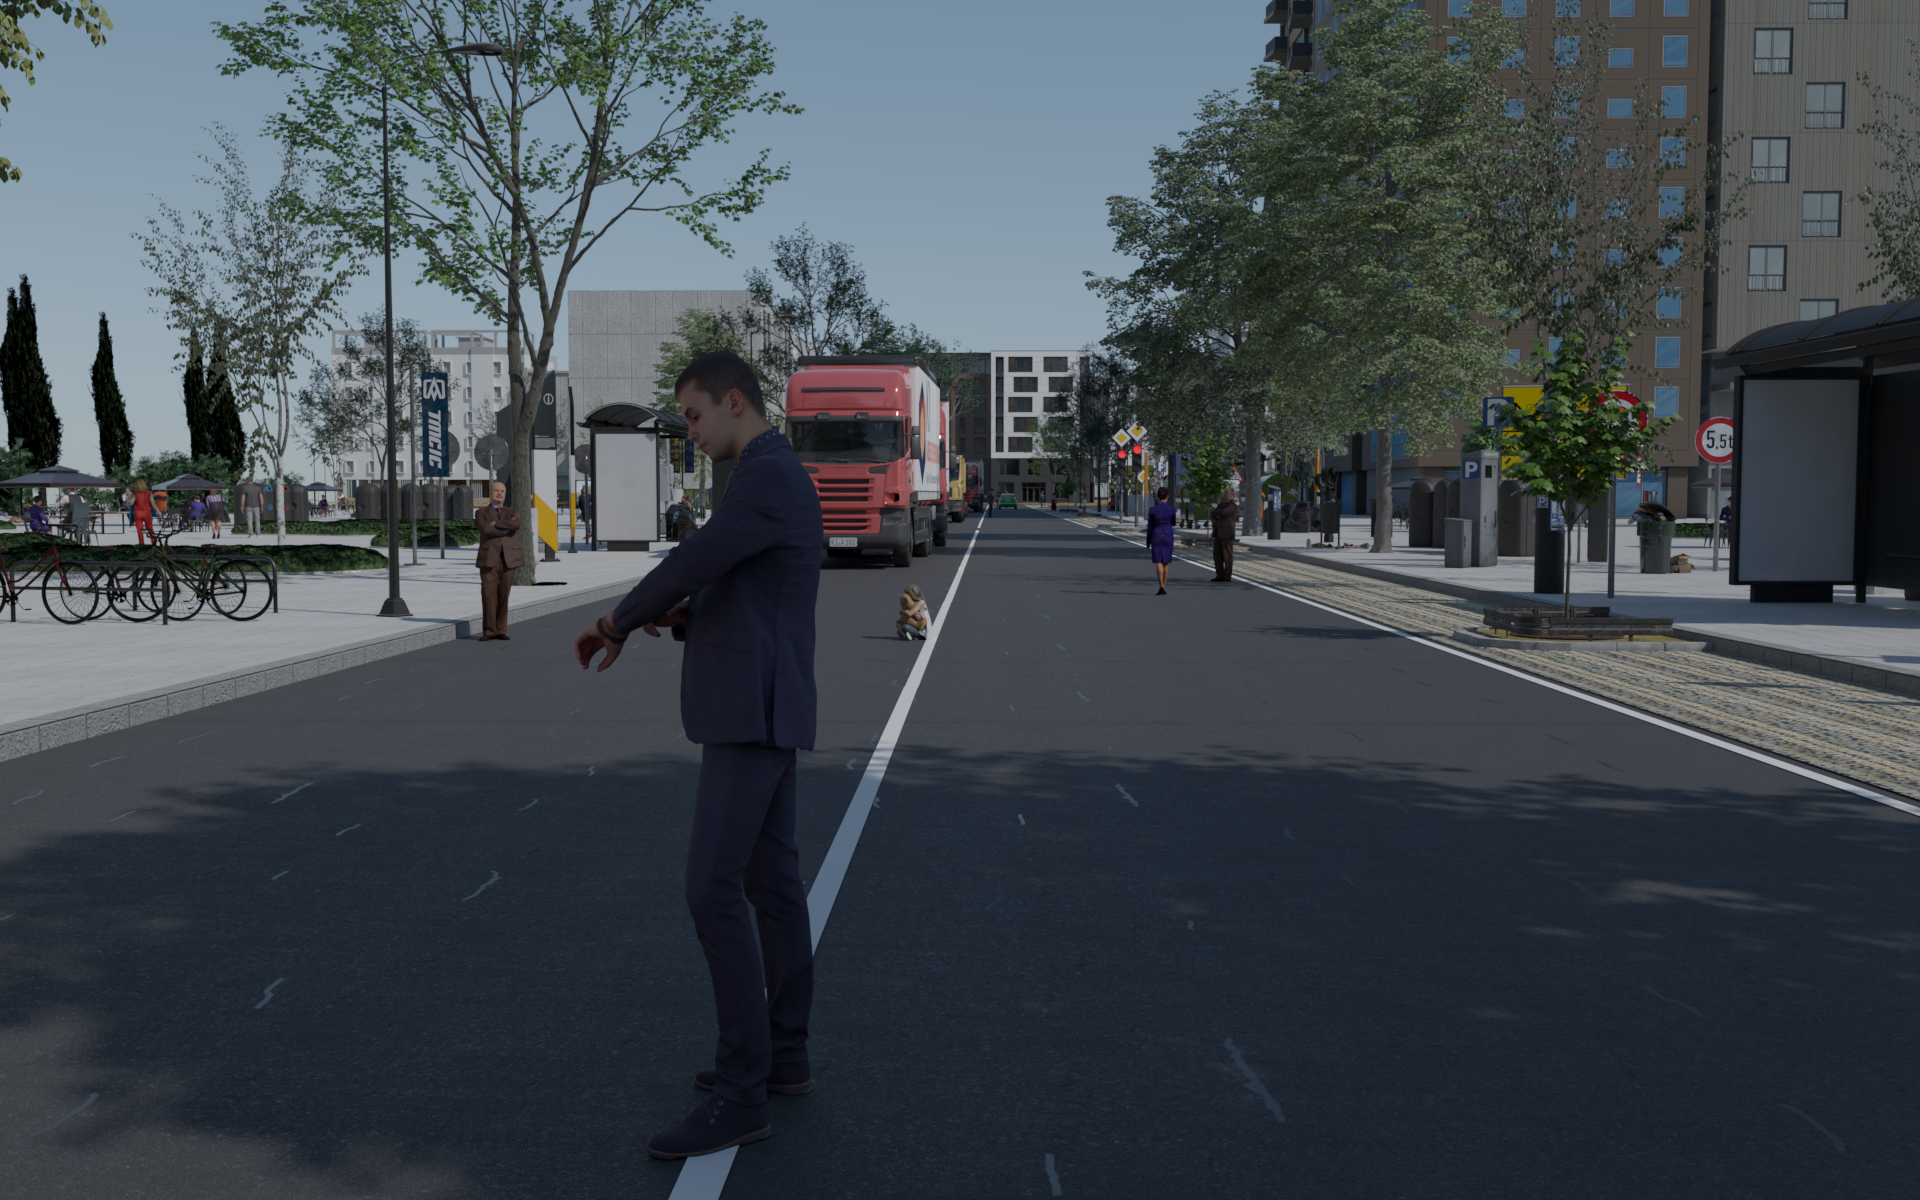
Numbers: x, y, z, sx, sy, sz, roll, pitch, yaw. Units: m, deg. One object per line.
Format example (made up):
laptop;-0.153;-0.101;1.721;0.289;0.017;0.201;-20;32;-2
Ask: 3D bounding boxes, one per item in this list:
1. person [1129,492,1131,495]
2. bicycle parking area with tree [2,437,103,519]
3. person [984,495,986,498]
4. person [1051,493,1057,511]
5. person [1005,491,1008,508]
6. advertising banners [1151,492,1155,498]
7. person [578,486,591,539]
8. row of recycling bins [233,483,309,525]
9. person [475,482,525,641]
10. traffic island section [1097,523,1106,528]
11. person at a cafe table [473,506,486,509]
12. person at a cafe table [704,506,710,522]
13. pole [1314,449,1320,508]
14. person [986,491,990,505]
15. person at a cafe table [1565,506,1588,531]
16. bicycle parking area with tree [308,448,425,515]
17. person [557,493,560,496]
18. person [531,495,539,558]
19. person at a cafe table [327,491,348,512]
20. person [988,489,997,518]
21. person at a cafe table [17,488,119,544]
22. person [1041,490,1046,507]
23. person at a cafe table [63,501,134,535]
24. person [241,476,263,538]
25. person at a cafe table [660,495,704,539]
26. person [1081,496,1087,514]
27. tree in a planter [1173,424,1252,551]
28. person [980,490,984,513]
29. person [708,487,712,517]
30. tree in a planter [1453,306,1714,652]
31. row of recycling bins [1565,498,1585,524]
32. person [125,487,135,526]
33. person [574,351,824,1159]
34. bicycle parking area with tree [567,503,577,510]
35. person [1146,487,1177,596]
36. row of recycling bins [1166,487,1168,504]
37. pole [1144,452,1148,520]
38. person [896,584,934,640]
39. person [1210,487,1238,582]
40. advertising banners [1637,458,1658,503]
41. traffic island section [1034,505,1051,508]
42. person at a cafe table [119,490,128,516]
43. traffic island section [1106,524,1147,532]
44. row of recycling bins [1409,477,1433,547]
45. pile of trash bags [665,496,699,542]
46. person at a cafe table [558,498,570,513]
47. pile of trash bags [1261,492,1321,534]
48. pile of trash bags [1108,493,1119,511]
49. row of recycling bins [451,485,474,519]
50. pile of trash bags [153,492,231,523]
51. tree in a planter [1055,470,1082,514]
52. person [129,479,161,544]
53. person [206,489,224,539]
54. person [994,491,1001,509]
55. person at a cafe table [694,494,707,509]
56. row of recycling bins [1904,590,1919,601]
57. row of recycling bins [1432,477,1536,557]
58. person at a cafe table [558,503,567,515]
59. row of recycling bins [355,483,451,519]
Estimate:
person;14.062;-8.139;141.479;0.546;1.535;0.453;-1;4;-21
bicycle parking area with tree;-49.419;-6.263;89.399;9.016;4.147;8.231;-2;4;-30
person;2.343;-11.359;194.234;1.348;1.823;0.705;-1;4;-18
person;7.969;-8.315;146.921;0.523;1.526;0.387;1;4;13
person;4.843;-10.454;180.137;1.217;1.743;0.721;-3;4;-36
advertising banners;14.002;-7.435;117.752;2.074;3.025;0.090;2;4;23
person;-10.629;-2.490;49.296;0.480;1.512;0.613;-1;4;-11
row of recycling bins;-25.873;-3.540;64.992;1.069;1.692;3.534;1;4;19
person;-4.506;-0.380;16.982;0.482;1.546;0.388;-1;4;-22
traffic island section;6.950;-3.195;74.518;2.009;0.180;2.903;0;4;1
person at a cafe table;-22.916;-4.346;79.580;1.698;1.524;1.622;2;4;24
person at a cafe table;-12.414;-4.208;79.669;1.698;1.238;1.726;0;4;0
pole;16.098;-5.155;78.132;0.158;3.312;0.155;0;3;0
person;3.835;-13.269;225.535;1.350;1.814;0.705;-2;4;-33
person at a cafe table;21.687;-3.002;59.937;1.698;1.238;1.726;2;4;23
bicycle parking area with tree;-38.422;-7.521;109.962;8.231;4.147;9.016;-2;4;-28
person;-20.537;-4.950;87.660;0.600;1.739;0.565;-1;4;-18
person;-8.692;-1.511;34.656;0.340;1.345;0.435;1;4;23
person at a cafe table;-45.579;-7.226;126.667;1.622;1.524;1.698;-1;4;-19
person;1.983;-5.892;105.288;0.568;1.767;0.683;0;4;-7
person at a cafe table;-22.852;-2.188;44.283;1.622;1.524;1.698;3;4;36
person;8.986;-10.912;186.776;0.599;1.838;0.709;0;4;2
person at a cafe table;-27.767;-2.725;55.414;1.698;1.238;1.726;2;4;27
person;-20.593;-2.705;50.392;0.598;1.807;0.434;-2;4;-25
person at a cafe table;-8.491;-2.423;50.471;1.726;1.238;1.698;0;4;-3
person;7.277;-5.446;101.446;0.435;1.345;0.340;3;5;40
tree in a planter;6.381;-2.887;44.431;1.991;3.239;1.994;0;4;1
person;1.650;-7.443;131.115;0.530;1.710;0.541;2;4;35
person;-9.291;-3.649;65.825;0.434;1.807;0.598;-3;5;-44
tree in a planter;5.837;-1.182;16.552;1.991;3.239;1.994;0;4;1
row of recycling bins;26.062;-4.174;75.353;1.069;1.692;3.534;-1;4;-12
person;-34.002;-3.780;71.024;0.376;1.734;0.841;-3;4;-38
person;-0.598;0.302;4.005;0.568;1.767;0.683;0;4;-5
bicycle parking area with tree;-27.352;-9.464;141.739;8.231;4.147;9.016;1;4;22
person;2.855;-0.843;24.657;0.453;1.535;0.546;-1;4;-15
row of recycling bins;10.995;-4.696;83.897;1.069;1.692;3.534;3;5;40
pole;9.059;-5.534;84.322;0.158;3.312;0.155;0;3;0
person;-0.453;0.117;17.066;0.357;0.543;0.381;-1;4;-17
person;4.310;-1.068;28.236;0.388;1.546;0.482;-2;4;-24
advertising banners;29.269;-4.751;73.859;2.074;3.025;0.090;-3;5;-44
traffic island section;9.400;-11.033;203.259;1.991;0.108;1.994;0;4;1
person at a cafe table;-48.882;-5.735;102.289;1.622;1.524;1.698;-1;4;-20
traffic island section;6.798;-2.707;66.534;2.009;0.180;2.903;0;4;1
row of recycling bins;12.000;-2.066;40.886;1.069;1.692;3.534;-2;4;-31
pile of trash bags;-7.340;-2.252;46.576;3.447;1.369;1.912;0;4;-2
person at a cafe table;-28.083;-6.883;121.060;1.622;1.524;1.698;1;4;17
pile of trash bags;10.673;-2.910;57.332;3.447;1.369;1.912;-3;5;-45
pile of trash bags;11.708;-7.217;127.744;1.912;1.369;3.447;1;4;20
row of recycling bins;-22.938;-4.287;77.200;3.534;1.692;1.069;3;4;38
pile of trash bags;-34.124;-4.101;76.809;3.447;1.369;1.912;0;4;5
tree in a planter;7.948;-7.940;127.038;1.991;3.239;1.994;0;4;1
person;-17.938;-1.856;38.091;0.593;1.614;0.444;0;4;-2
person;-21.317;-2.463;49.544;0.421;1.427;0.697;-3;4;-36
person;3.699;-9.886;170.857;1.217;1.735;0.721;3;5;40
person at a cafe table;-22.198;-8.545;148.221;1.698;1.524;1.622;-1;4;-11
row of recycling bins;11.932;-0.754;19.442;1.069;1.692;3.534;0;4;-5
row of recycling bins;11.317;-1.823;36.925;1.069;1.692;3.534;0;4;-6
person at a cafe table;-25.125;-5.783;105.405;1.726;1.238;1.698;-3;5;-40
row of recycling bins;-20.892;-3.519;64.647;1.069;1.692;3.534;3;4;36
